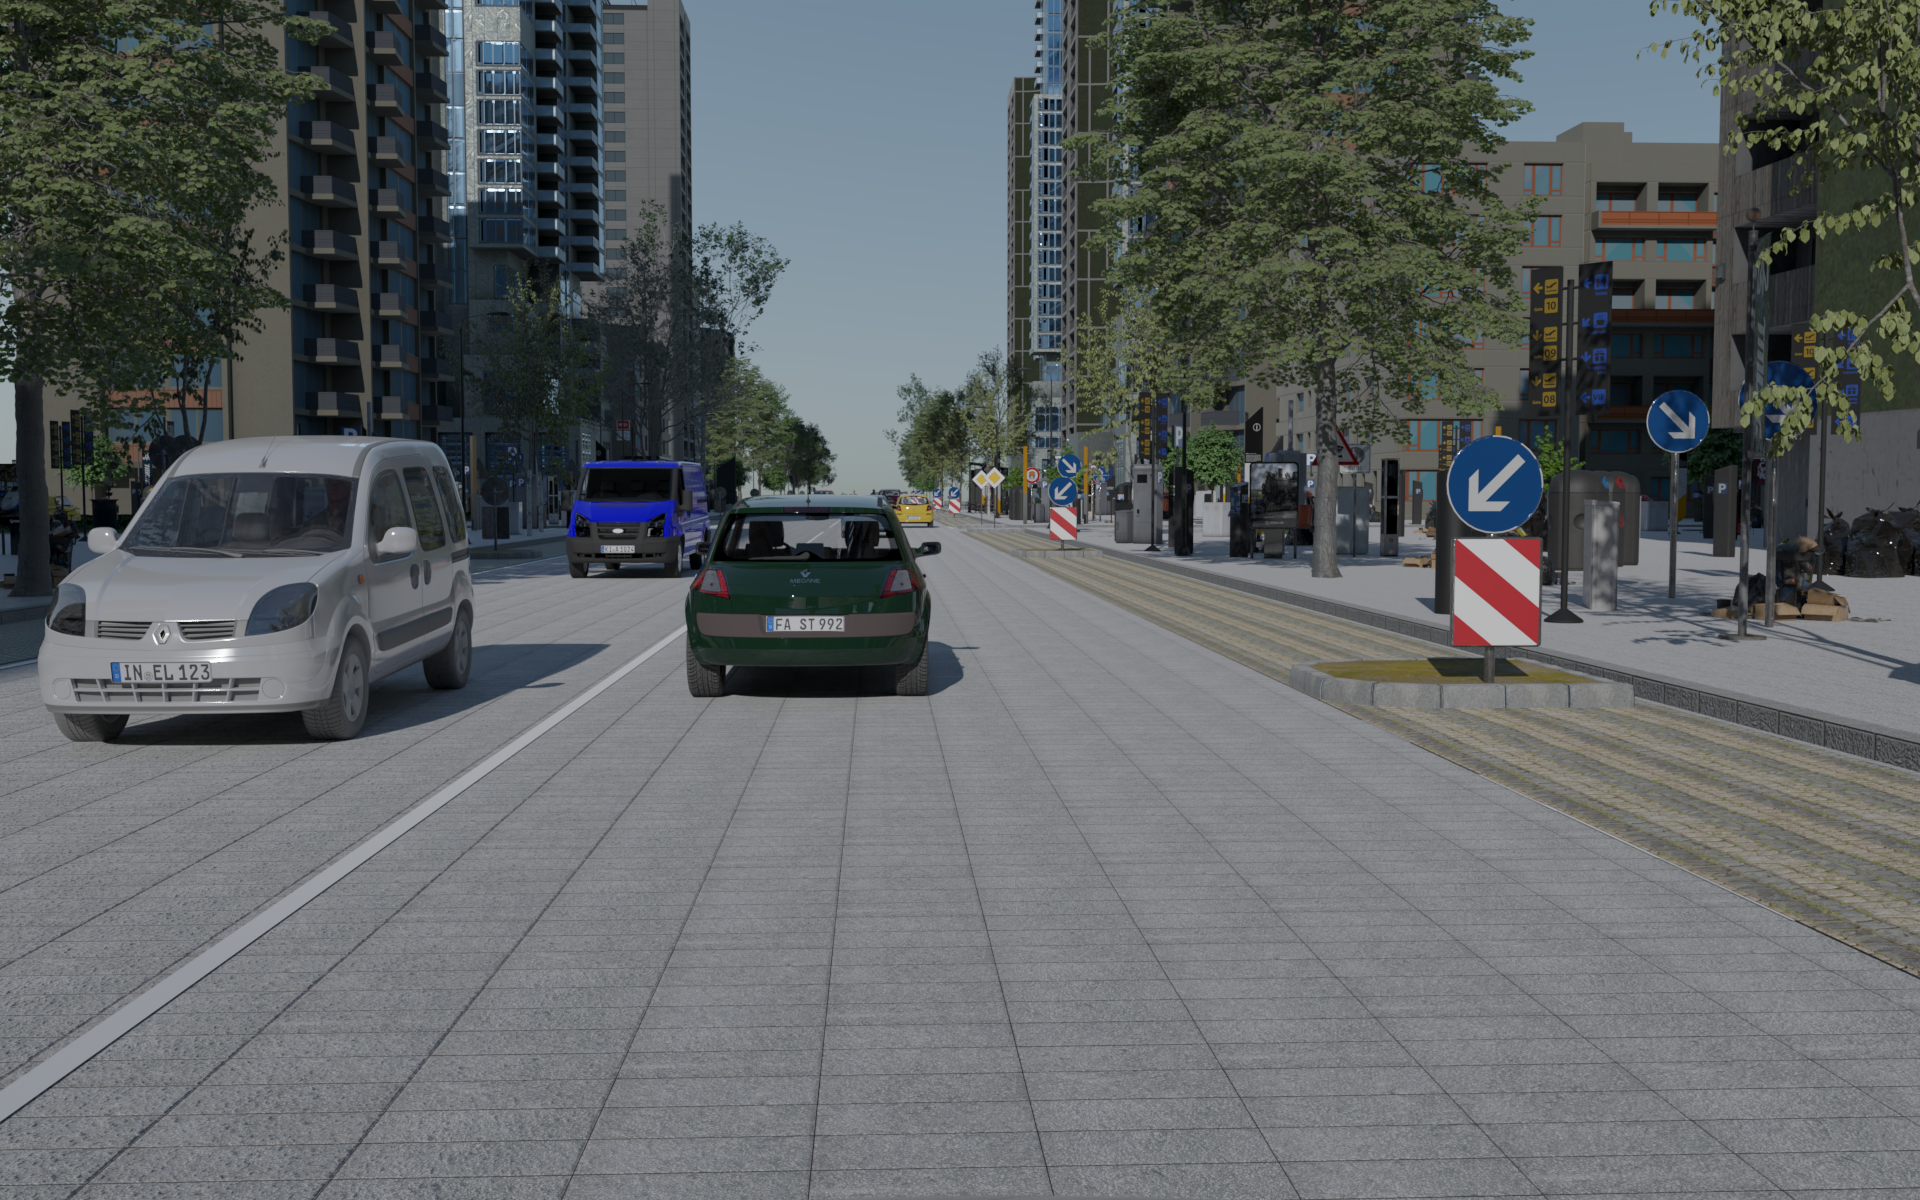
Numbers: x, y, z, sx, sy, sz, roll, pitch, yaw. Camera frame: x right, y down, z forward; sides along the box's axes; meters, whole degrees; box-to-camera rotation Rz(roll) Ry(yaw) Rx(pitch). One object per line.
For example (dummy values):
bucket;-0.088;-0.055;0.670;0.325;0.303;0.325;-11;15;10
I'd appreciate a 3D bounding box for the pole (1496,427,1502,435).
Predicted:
pole;16.269;-3.582;52.409;0.158;3.312;0.155;0;3;0

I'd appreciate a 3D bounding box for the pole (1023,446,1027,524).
pole;2.783;-4.898;73.930;0.158;3.312;0.155;0;3;0

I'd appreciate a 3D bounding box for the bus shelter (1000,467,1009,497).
bus shelter;3.055;-9.395;144.884;1.731;3.624;6.357;0;4;-3

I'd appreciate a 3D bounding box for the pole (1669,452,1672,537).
pole;21.418;-3.554;51.943;0.158;3.312;0.155;0;3;0

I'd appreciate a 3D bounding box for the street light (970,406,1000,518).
street light;1.412;-7.273;91.460;1.470;5.913;1.316;0;4;-3

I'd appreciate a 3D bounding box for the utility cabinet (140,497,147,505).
utility cabinet;-15.167;-1.354;33.297;1.020;1.237;0.306;0;4;-4

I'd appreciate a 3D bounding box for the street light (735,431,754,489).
street light;-16.106;-9.528;128.322;1.470;5.913;1.316;0;4;-3

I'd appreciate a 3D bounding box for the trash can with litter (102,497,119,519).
trash can with litter;-29.998;-3.076;61.683;1.055;1.170;0.624;-1;4;-10

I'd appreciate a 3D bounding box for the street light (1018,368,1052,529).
street light;2.826;-5.590;63.930;1.470;5.913;1.316;0;4;-3

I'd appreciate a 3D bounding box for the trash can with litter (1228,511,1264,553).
trash can with litter;6.429;-1.618;37.848;1.055;1.170;0.624;-1;4;-22

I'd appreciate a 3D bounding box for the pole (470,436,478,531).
pole;-17.021;-4.085;60.626;0.158;3.312;0.155;0;3;0

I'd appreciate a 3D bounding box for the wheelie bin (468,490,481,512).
wheelie bin;-25.977;-5.190;92.770;0.693;1.594;0.980;-2;4;-32

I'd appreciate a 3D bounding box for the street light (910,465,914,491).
street light;-6.161;-17.027;250.933;1.470;5.913;1.316;0;4;-3

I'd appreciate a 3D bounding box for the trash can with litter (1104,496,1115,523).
trash can with litter;7.257;-4.039;77.092;2.233;1.210;1.678;-3;5;-41

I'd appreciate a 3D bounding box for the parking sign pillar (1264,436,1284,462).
parking sign pillar;14.409;-5.576;79.632;1.447;3.967;1.447;2;4;33

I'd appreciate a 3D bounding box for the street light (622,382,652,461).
street light;-13.417;-6.069;71.767;1.470;5.913;1.316;0;4;-3

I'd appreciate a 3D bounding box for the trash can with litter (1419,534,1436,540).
trash can with litter;13.803;-2.271;48.185;1.678;1.210;2.233;-2;4;-31

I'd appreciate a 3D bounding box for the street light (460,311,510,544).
street light;-12.118;-4.376;44.089;1.470;5.913;1.316;0;4;-3

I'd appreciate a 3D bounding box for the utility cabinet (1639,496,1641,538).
utility cabinet;19.291;-2.405;50.490;0.306;1.237;1.020;-3;5;-42

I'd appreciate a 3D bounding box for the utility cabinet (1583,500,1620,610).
utility cabinet;7.251;-0.515;19.587;0.306;1.237;1.020;1;4;15

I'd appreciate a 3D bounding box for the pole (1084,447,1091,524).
pole;5.431;-4.935;74.533;0.158;3.312;0.155;0;3;0

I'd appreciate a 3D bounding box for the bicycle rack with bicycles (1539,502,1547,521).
bicycle rack with bicycles;26.149;-4.077;80.038;2.925;0.926;2.852;-3;5;-39

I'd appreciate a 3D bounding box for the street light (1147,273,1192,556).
street light;4.103;-3.868;35.789;1.470;5.913;1.316;0;4;-3

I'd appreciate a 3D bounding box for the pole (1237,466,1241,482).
pole;17.824;-7.151;110.755;0.158;3.312;0.155;0;3;0

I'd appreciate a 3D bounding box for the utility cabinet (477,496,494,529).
utility cabinet;-17.093;-3.177;63.108;1.020;1.237;0.306;0;4;5

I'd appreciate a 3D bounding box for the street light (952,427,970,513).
street light;0.108;-8.962;119.067;1.470;5.913;1.316;0;4;-3

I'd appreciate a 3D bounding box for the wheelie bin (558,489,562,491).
wheelie bin;-23.408;-5.686;100.878;0.693;1.594;0.980;1;4;19

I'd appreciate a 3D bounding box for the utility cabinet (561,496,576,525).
utility cabinet;-15.924;-3.672;71.199;1.020;1.237;0.306;2;4;29

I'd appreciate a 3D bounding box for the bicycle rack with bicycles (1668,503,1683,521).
bicycle rack with bicycles;32.778;-4.245;82.783;2.852;0.926;2.925;-1;4;-8

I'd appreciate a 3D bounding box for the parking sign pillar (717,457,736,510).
parking sign pillar;-16.652;-8.264;123.581;1.447;3.967;1.447;0;4;0

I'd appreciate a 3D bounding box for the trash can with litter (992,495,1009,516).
trash can with litter;3.120;-5.643;103.312;2.233;1.210;1.678;1;4;14

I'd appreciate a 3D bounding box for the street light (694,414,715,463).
street light;-14.813;-7.806;100.161;1.470;5.913;1.316;0;4;-3

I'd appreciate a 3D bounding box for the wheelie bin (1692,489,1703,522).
wheelie bin;34.068;-4.386;79.627;0.693;1.594;0.980;3;4;36

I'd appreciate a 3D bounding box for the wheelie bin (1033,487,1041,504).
wheelie bin;3.800;-4.393;79.727;0.980;1.594;0.693;-1;4;-22

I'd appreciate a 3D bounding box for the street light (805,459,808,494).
street light;-21.123;-15.867;231.958;1.470;5.913;1.316;0;4;-3

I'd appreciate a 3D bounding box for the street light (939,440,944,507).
street light;-1.208;-10.691;147.335;1.470;5.913;1.316;0;4;-3

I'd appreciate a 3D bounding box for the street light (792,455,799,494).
street light;-19.590;-14.116;203.338;1.470;5.913;1.316;0;4;-3

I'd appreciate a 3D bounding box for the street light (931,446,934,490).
street light;-2.252;-11.980;168.409;1.470;5.913;1.316;0;4;-3

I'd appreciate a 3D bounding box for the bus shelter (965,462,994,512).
bus shelter;1.415;-8.451;129.459;1.731;3.624;6.357;0;4;-3

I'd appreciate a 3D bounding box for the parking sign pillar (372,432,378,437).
parking sign pillar;-25.163;-5.343;75.831;1.447;3.967;1.447;1;4;18

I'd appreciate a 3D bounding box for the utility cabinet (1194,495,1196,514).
utility cabinet;14.997;-5.982;108.962;1.020;1.237;0.306;-1;4;-19

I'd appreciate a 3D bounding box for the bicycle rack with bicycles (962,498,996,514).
bicycle rack with bicycles;1.939;-6.095;113.039;2.925;0.926;2.852;1;4;12

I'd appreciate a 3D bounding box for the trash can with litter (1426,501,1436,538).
trash can with litter;14.249;-2.447;51.402;0.624;1.170;1.055;3;4;36

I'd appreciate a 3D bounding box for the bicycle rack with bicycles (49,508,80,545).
bicycle rack with bicycles;-23.693;-1.860;43.796;2.852;0.926;2.925;-2;4;-31

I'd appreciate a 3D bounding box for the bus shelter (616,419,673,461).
bus shelter;-17.528;-7.238;95.965;2.179;5.291;8.768;0;4;-3

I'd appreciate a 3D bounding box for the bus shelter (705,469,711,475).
bus shelter;-19.240;-8.038;125.337;2.014;3.302;5.546;0;4;-3

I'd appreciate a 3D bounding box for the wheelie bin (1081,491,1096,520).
wheelie bin;6.450;-4.818;86.688;0.693;1.594;0.980;1;4;11

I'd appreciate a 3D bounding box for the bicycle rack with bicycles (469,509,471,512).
bicycle rack with bicycles;-37.593;-6.891;126.043;2.925;0.926;2.852;2;4;26

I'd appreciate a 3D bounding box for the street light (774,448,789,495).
street light;-18.336;-12.427;175.728;1.470;5.913;1.316;0;4;-3
